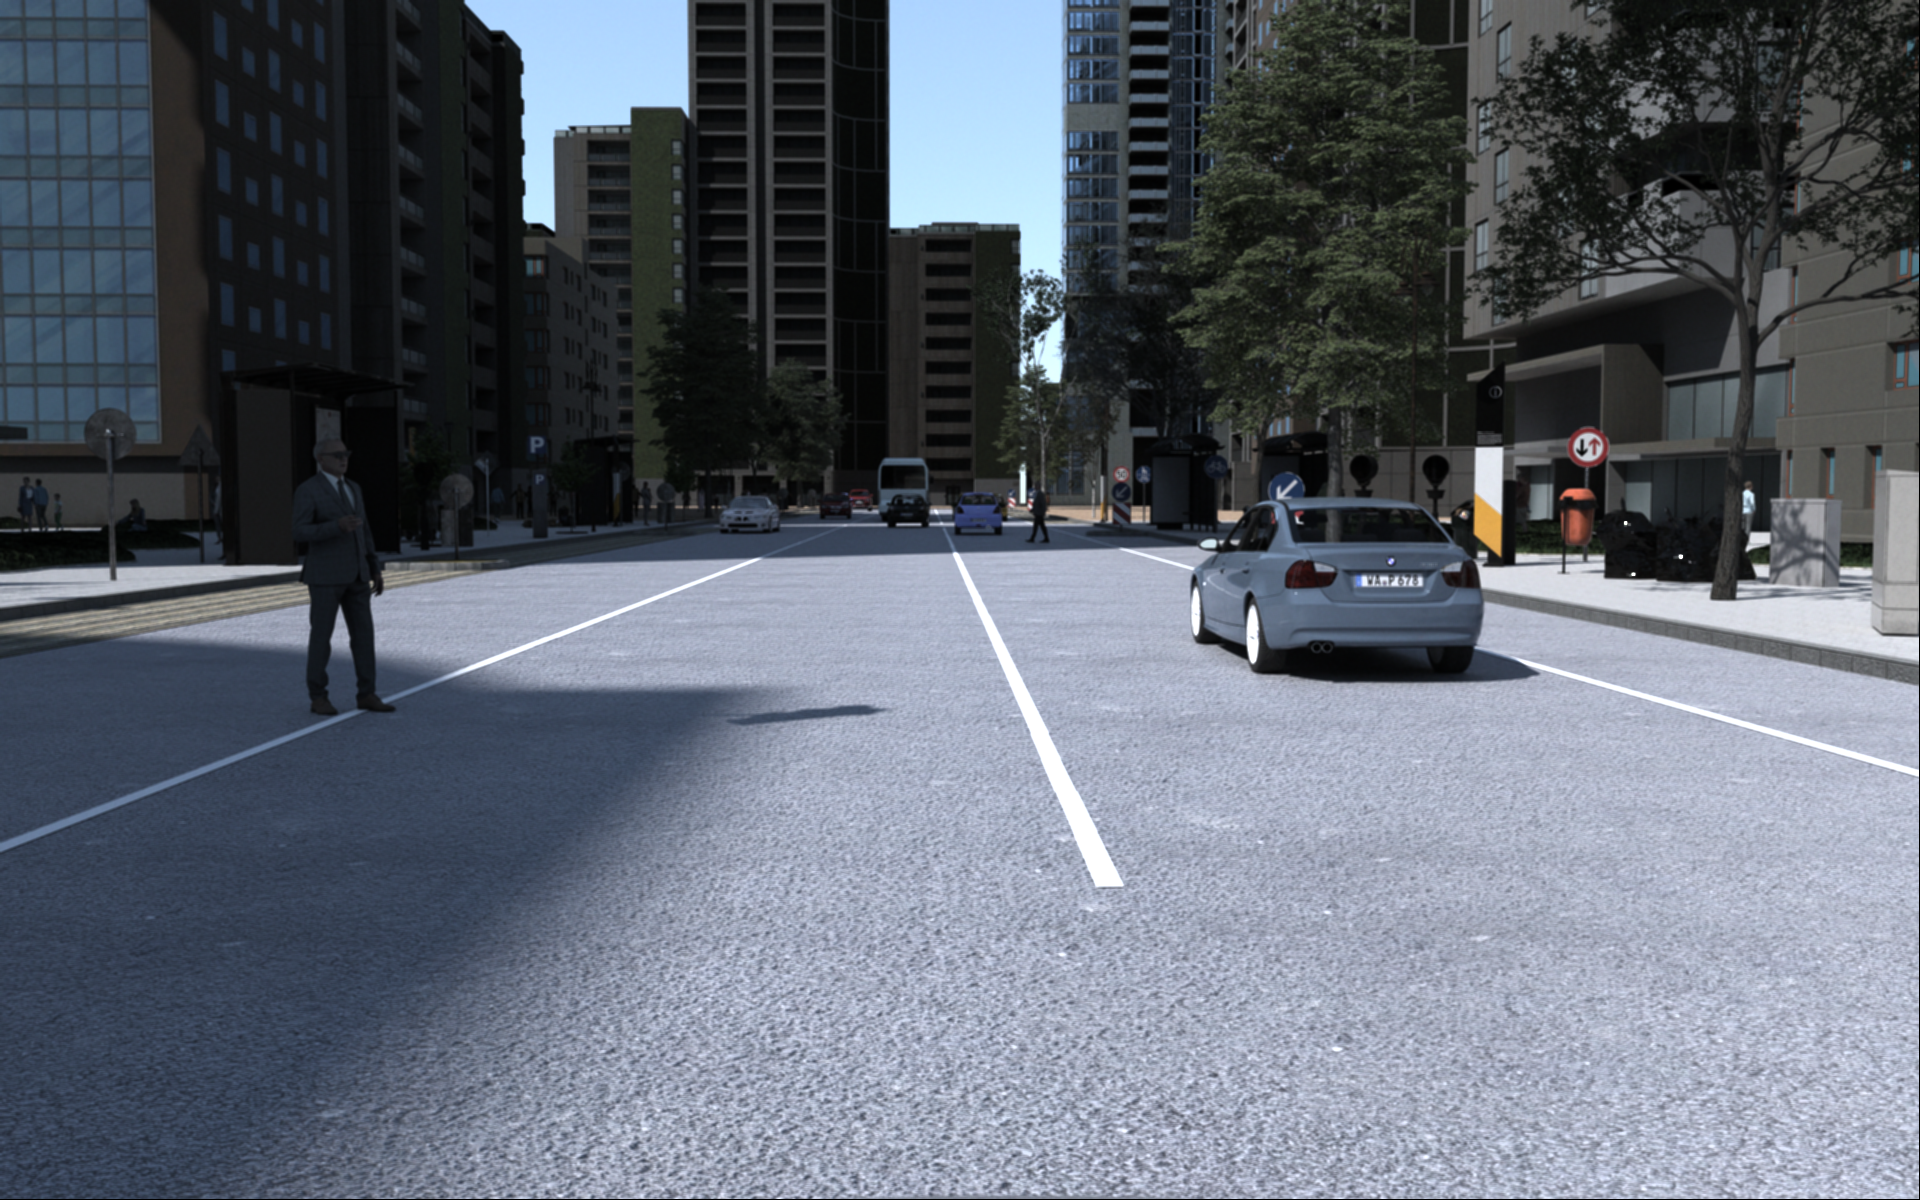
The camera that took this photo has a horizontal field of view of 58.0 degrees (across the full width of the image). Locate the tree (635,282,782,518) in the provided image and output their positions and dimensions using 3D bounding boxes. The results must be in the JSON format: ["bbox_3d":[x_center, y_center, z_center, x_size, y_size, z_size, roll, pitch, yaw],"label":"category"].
[{"bbox_3d":[-13.422,-10.682,92.781,7.486,12.596,7.792,0,3,0],"label":"tree"}]

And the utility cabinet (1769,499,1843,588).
[{"bbox_3d":[11.808,-0.797,24.198,0.306,1.237,1.020,-1,4,-17],"label":"utility cabinet"}]

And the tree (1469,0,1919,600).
[{"bbox_3d":[9.513,-5.262,20.446,7.601,10.594,8.767,3,4,37],"label":"tree"}]

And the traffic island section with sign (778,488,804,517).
[{"bbox_3d":[-11.102,-6.156,109.271,1.989,1.847,2.006,0,4,-1],"label":"traffic island section with sign"}]

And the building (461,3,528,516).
[{"bbox_3d":[-34.404,-20.262,102.987,14.160,30.474,14.107,0,4,-1],"label":"building"}]

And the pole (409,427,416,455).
[{"bbox_3d":[-16.723,-3.615,52.952,0.158,3.312,0.155,0,3,0],"label":"pole"}]

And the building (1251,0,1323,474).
[{"bbox_3d":[28.062,-28.549,116.881,14.600,45.320,14.200,0,4,-1],"label":"building"}]

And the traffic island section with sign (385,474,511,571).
[{"bbox_3d":[-9.696,-1.493,33.038,1.989,1.847,2.006,0,4,-1],"label":"traffic island section with sign"}]

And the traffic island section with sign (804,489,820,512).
[{"bbox_3d":[-11.608,-7.822,136.514,1.989,1.847,2.006,0,4,-1],"label":"traffic island section with sign"}]

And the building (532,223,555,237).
[{"bbox_3d":[-50.007,-25.359,186.317,14.107,30.474,14.160,0,4,-1],"label":"building"}]

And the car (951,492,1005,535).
[{"bbox_3d":[0.642,-3.210,62.075,1.945,1.707,3.694,0,4,0],"label":"car"}]

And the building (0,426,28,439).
[{"bbox_3d":[-38.924,-27.120,32.650,28.713,52.752,27.495,0,4,-1],"label":"building"}]

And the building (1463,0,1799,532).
[{"bbox_3d":[37.613,-29.331,68.806,28.713,52.752,27.495,0,4,-1],"label":"building"}]

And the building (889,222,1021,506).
[{"bbox_3d":[-0.704,-25.394,186.901,14.107,30.474,14.160,0,4,-1],"label":"building"}]

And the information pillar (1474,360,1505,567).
[{"bbox_3d":[9.331,-2.393,30.486,0.504,3.616,0.183,1,4,22],"label":"information pillar"}]

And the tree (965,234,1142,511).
[{"bbox_3d":[7.143,-16.540,126.319,12.611,20.169,13.585,0,3,0],"label":"tree"}]

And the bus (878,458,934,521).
[{"bbox_3d":[-2.959,-6.122,94.962,2.948,3.499,13.247,0,4,0],"label":"bus"}]

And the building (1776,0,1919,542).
[{"bbox_3d":[37.351,-11.560,34.051,28.899,21.520,27.650,0,4,-1],"label":"building"}]

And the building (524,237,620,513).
[{"bbox_3d":[-42.821,-17.520,131.492,28.899,21.520,27.650,0,4,-1],"label":"building"}]

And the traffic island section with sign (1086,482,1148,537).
[{"bbox_3d":[5.338,-3.100,59.308,1.989,1.847,2.006,0,4,-1],"label":"traffic island section with sign"}]

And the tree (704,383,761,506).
[{"bbox_3d":[-14.436,-9.649,108.127,4.737,8.622,4.395,0,3,0],"label":"tree"}]

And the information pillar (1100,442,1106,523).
[{"bbox_3d":[6.486,-5.314,78.245,0.183,3.616,0.504,2,4,24],"label":"information pillar"}]

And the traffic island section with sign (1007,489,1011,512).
[{"bbox_3d":[3.918,-7.818,136.458,1.989,1.847,2.006,0,4,-1],"label":"traffic island section with sign"}]

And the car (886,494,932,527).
[{"bbox_3d":[-2.244,-4.031,75.692,2.009,1.686,4.222,0,4,1],"label":"car"}]

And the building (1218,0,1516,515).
[{"bbox_3d":[30.815,-42.524,133.518,20.563,71.187,20.611,0,4,-1],"label":"building"}]

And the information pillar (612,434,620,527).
[{"bbox_3d":[-13.480,-4.680,67.877,0.183,3.616,0.504,-2,4,-30],"label":"information pillar"}]

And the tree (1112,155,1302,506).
[{"bbox_3d":[8.294,-6.937,47.837,8.767,10.594,7.601,-1,4,-19],"label":"tree"}]

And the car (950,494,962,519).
[{"bbox_3d":[0.470,-5.292,96.747,2.015,1.641,3.980,0,4,-2],"label":"car"}]

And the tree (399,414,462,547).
[{"bbox_3d":[-13.015,-2.910,42.181,1.663,3.219,1.824,0,3,0],"label":"tree"}]

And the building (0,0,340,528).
[{"bbox_3d":[-34.811,-25.689,70.126,14.600,45.320,14.200,0,4,-1],"label":"building"}]

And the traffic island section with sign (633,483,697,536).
[{"bbox_3d":[-10.188,-3.141,59.989,1.989,1.847,2.006,0,4,-1],"label":"traffic island section with sign"}]

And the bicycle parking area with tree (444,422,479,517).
[{"bbox_3d":[-22.946,-5.007,68.865,8.231,4.147,9.016,0,4,-5],"label":"bicycle parking area with tree"}]

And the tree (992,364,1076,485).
[{"bbox_3d":[6.637,-14.275,151.530,7.486,12.596,7.792,0,3,0],"label":"tree"}]

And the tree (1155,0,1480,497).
[{"bbox_3d":[8.048,-7.364,38.533,7.486,12.596,7.792,0,3,0],"label":"tree"}]

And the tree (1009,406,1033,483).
[{"bbox_3d":[6.127,-11.799,143.270,4.360,8.622,3.978,0,3,0],"label":"tree"}]

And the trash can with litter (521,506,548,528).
[{"bbox_3d":[-16.163,-3.323,65.714,1.055,1.170,0.624,1,4,20],"label":"trash can with litter"}]

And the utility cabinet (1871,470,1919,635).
[{"bbox_3d":[8.711,-0.453,16.088,0.318,1.500,1.173,2,4,23],"label":"utility cabinet"}]

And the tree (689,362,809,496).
[{"bbox_3d":[-13.849,-11.154,116.780,7.601,10.594,8.767,3,5,45],"label":"tree"}]

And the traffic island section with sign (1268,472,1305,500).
[{"bbox_3d":[5.836,-1.451,32.358,1.989,1.847,2.006,0,4,-1],"label":"traffic island section with sign"}]

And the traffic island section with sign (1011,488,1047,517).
[{"bbox_3d":[4.421,-6.168,109.478,1.989,1.847,2.006,0,4,-1],"label":"traffic island section with sign"}]

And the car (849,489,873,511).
[{"bbox_3d":[-8.365,-8.305,144.458,2.281,1.827,5.304,0,4,-2],"label":"car"}]

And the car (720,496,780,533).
[{"bbox_3d":[-7.831,-3.209,64.829,2.083,1.381,4.827,0,4,1],"label":"car"}]

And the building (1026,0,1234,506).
[{"bbox_3d":[22.932,-53.688,190.477,31.000,86.520,22.319,0,4,-1],"label":"building"}]

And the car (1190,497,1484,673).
[{"bbox_3d":[3.164,-0.193,15.151,2.014,1.417,4.499,0,4,-2],"label":"car"}]

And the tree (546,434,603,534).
[{"bbox_3d":[-12.767,-3.780,56.411,1.663,3.219,1.824,0,3,0],"label":"tree"}]

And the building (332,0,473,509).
[{"bbox_3d":[-34.099,-24.770,88.591,14.154,41.232,14.086,0,4,-1],"label":"building"}]

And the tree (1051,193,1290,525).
[{"bbox_3d":[8.374,-9.814,70.827,12.009,13.543,11.850,0,3,0],"label":"tree"}]

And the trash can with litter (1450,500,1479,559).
[{"bbox_3d":[9.796,-1.397,34.231,0.624,1.170,1.055,-2,4,-30],"label":"trash can with litter"}]

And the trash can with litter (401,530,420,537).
[{"bbox_3d":[-16.655,-2.501,52.274,0.624,1.170,1.055,1,4,17],"label":"trash can with litter"}]

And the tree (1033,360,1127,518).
[{"bbox_3d":[7.031,-8.732,93.132,4.360,8.622,3.978,0,3,0],"label":"tree"}]

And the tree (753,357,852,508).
[{"bbox_3d":[-14.772,-15.478,159.717,9.857,13.997,8.962,0,3,0],"label":"tree"}]

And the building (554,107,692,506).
[{"bbox_3d":[-35.688,-30.753,186.398,14.086,41.232,14.154,0,4,-1],"label":"building"}]

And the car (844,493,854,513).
[{"bbox_3d":[-8.930,-7.340,129.597,1.945,1.707,3.694,0,4,-3],"label":"car"}]

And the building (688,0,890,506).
[{"bbox_3d":[-18.129,-45.921,189.065,20.611,71.187,20.563,0,4,-1],"label":"building"}]

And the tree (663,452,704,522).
[{"bbox_3d":[-13.066,-5.335,81.830,1.663,3.219,1.824,0,3,0],"label":"tree"}]

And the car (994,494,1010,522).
[{"bbox_3d":[1.627,-4.968,91.455,2.015,1.641,3.980,0,3,0],"label":"car"}]

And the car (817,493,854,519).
[{"bbox_3d":[-7.233,-5.617,100.877,2.155,1.783,4.494,0,4,-3],"label":"car"}]

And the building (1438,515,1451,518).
[{"bbox_3d":[30.857,-40.341,97.825,20.563,71.187,20.611,0,4,-1],"label":"building"}]
